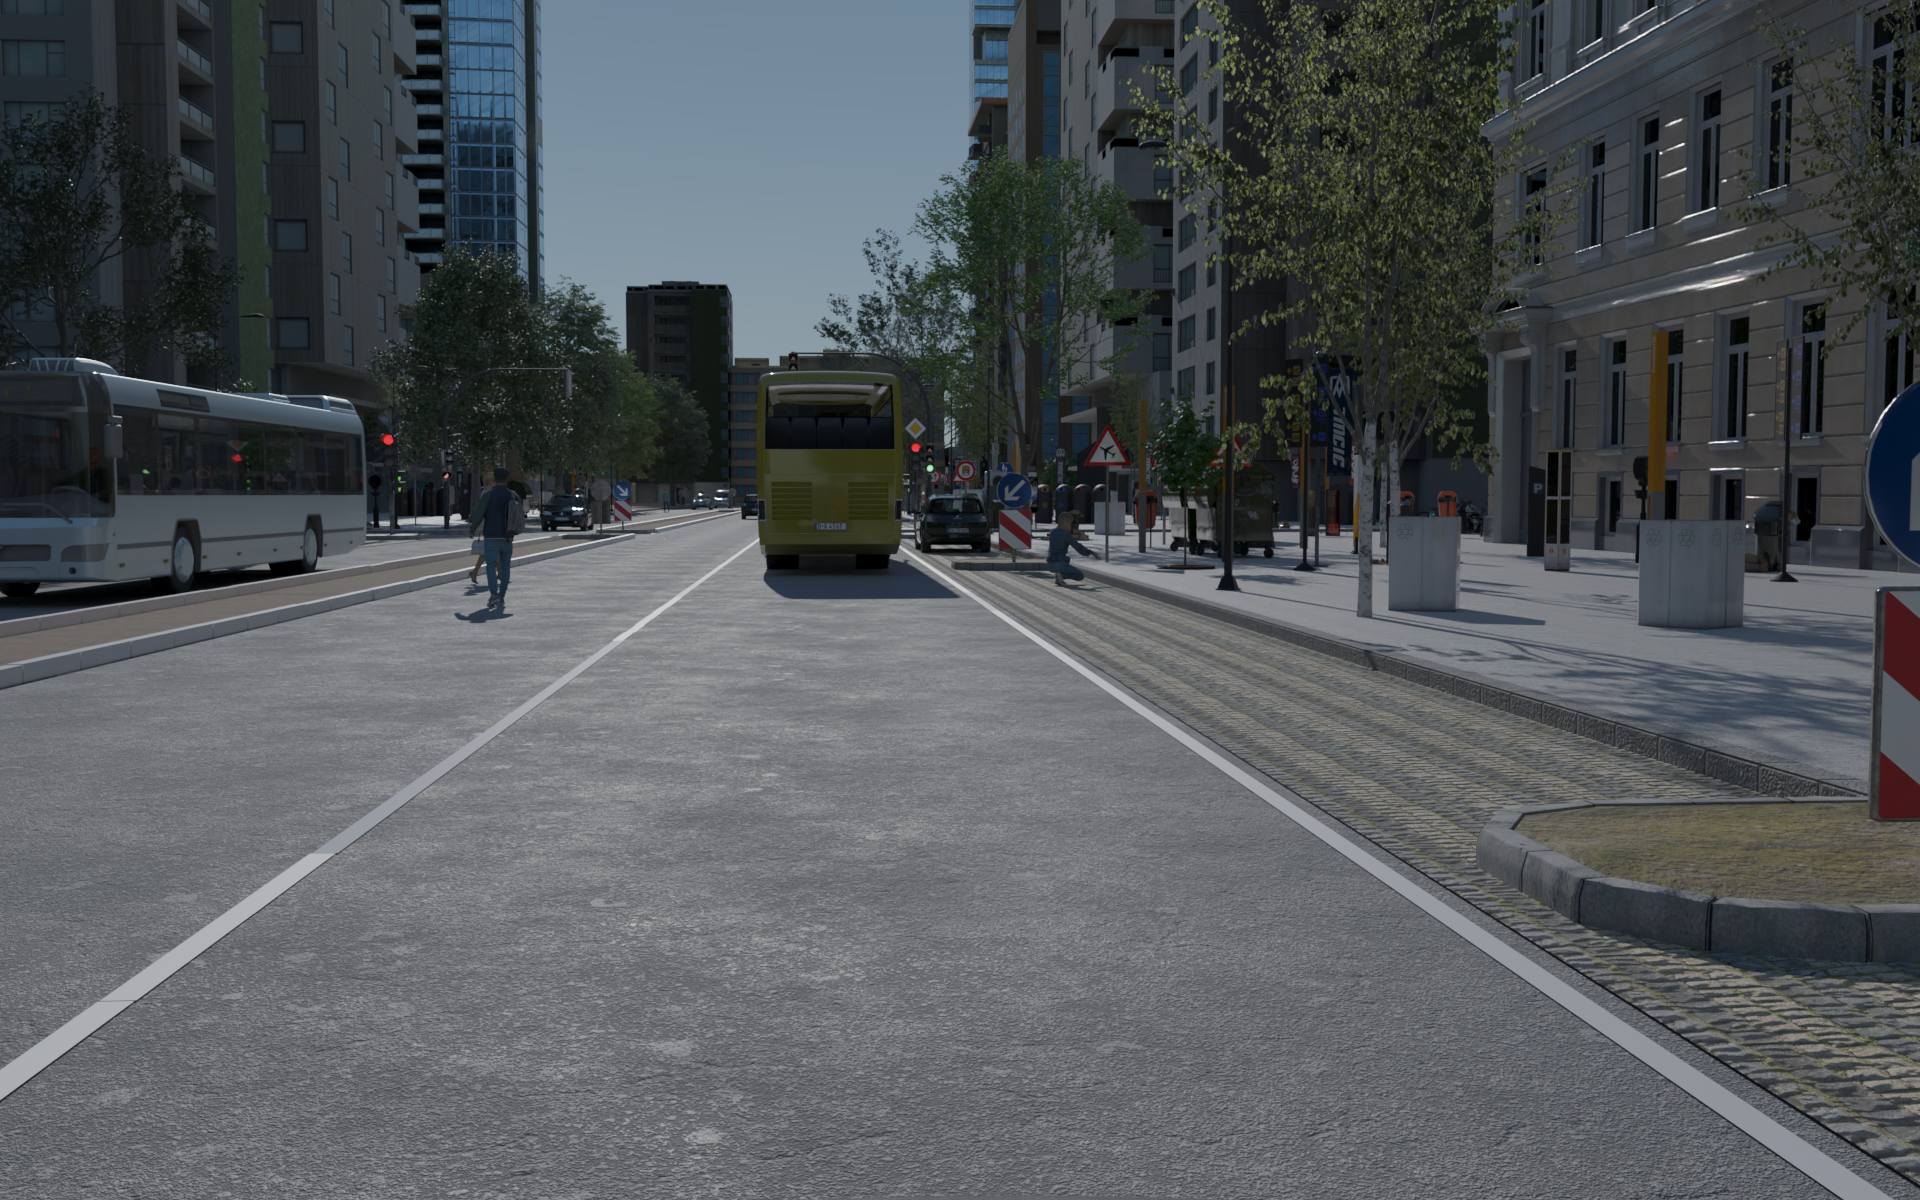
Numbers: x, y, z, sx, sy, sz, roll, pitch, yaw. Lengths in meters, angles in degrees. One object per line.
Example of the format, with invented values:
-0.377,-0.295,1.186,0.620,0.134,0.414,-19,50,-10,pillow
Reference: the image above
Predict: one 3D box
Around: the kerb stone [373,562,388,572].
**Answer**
-10.730,-0.575,31.794,0.120,0.150,1.000,0,4,-5,kerb stone

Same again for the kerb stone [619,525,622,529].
-13.723,-2.871,69.129,0.120,0.150,1.000,0,4,-5,kerb stone

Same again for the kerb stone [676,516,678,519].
-15.841,-4.490,95.670,0.120,0.150,1.000,0,4,-5,kerb stone

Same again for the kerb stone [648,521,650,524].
-14.613,-3.557,80.358,0.120,0.150,1.000,0,4,-5,kerb stone

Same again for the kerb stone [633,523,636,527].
-14.128,-3.183,74.235,0.120,0.150,1.000,0,4,-5,kerb stone

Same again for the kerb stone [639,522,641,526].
-14.289,-3.308,76.275,0.120,0.150,1.000,0,4,-5,kerb stone

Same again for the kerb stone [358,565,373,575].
-10.660,-0.523,30.774,0.120,0.150,1.000,0,4,-5,kerb stone

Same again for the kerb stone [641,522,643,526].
-14.360,-3.370,77.295,0.120,0.150,1.000,0,4,-5,kerb stone

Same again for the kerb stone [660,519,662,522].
-15.095,-3.932,86.484,0.120,0.150,1.000,0,4,-5,kerb stone

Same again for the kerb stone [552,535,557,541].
-12.368,-1.830,52.217,0.120,0.150,1.000,0,4,-5,kerb stone

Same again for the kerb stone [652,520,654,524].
-14.778,-3.680,82.404,0.120,0.150,1.000,0,4,-5,kerb stone

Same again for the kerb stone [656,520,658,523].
-14.939,-3.807,84.442,0.120,0.150,1.000,0,4,-5,kerb stone

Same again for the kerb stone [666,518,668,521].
-15.347,-4.119,89.540,0.120,0.150,1.000,0,4,-5,kerb stone

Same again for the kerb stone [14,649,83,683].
-7.171,0.527,13.576,0.120,0.150,1.000,0,4,-5,kerb stone

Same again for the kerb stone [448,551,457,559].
-11.225,-0.962,37.920,0.120,0.150,1.000,0,4,-5,kerb stone

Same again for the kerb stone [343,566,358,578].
-10.574,-0.462,29.750,0.120,0.150,1.000,0,4,-5,kerb stone

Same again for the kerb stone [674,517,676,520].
-15.758,-4.432,94.651,0.120,0.150,1.000,0,4,-5,kerb stone

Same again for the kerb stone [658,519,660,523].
-15.018,-3.870,85.464,0.120,0.150,1.000,0,4,-5,kerb stone

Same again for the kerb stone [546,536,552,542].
-12.282,-1.769,51.193,0.120,0.150,1.000,0,4,-5,kerb stone

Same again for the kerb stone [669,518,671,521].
-15.514,-4.240,91.586,0.120,0.150,1.000,0,4,-5,kerb stone

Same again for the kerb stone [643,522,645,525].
-14.450,-3.430,78.313,0.120,0.150,1.000,0,4,-5,kerb stone

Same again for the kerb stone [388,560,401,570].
-10.818,-0.650,32.816,0.120,0.150,1.000,0,4,-5,kerb stone

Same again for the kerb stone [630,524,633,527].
-14.045,-3.121,73.216,0.120,0.150,1.000,0,4,-5,kerb stone

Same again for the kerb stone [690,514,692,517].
-16.654,-5.117,105.897,0.120,0.150,1.000,0,4,-5,kerb stone

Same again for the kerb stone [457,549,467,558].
-11.303,-1.022,38.939,0.120,0.150,1.000,0,4,-5,kerb stone

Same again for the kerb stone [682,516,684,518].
-16.154,-4.743,99.770,0.120,0.150,1.000,0,4,-5,kerb stone

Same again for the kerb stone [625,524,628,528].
-13.878,-2.996,71.174,0.120,0.150,1.000,0,4,-5,kerb stone

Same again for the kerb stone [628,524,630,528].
-13.966,-3.058,72.195,0.120,0.150,1.000,0,4,-5,kerb stone

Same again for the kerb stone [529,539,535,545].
-12.036,-1.586,48.131,0.120,0.150,1.000,0,4,-5,kerb stone

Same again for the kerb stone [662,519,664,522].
-15.186,-3.994,87.502,0.120,0.150,1.000,0,4,-5,kerb stone

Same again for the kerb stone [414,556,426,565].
-10.972,-0.772,34.857,0.120,0.150,1.000,0,4,-5,kerb stone

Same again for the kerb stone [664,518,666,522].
-15.262,-4.057,88.522,0.120,0.150,1.000,0,4,-5,kerb stone

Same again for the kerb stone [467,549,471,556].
-11.387,-1.086,39.958,0.120,0.150,1.000,0,4,-5,kerb stone

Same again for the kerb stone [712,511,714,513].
-18.361,-6.428,127.330,0.120,0.150,1.000,0,4,-5,kerb stone

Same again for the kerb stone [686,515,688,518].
-16.411,-4.932,102.831,0.120,0.150,1.000,0,4,-5,kerb stone

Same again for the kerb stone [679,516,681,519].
-16.001,-4.619,97.717,0.120,0.150,1.000,0,4,-5,kerb stone

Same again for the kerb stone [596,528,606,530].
-13.314,-2.558,64.029,0.120,0.150,1.000,0,4,-5,kerb stone

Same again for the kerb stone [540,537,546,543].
-12.198,-1.708,50.175,0.120,0.150,1.000,0,4,-5,kerb stone

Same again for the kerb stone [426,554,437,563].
-11.062,-0.837,35.875,0.120,0.150,1.000,0,4,-5,kerb stone

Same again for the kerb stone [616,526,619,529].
-13.638,-2.803,68.109,0.120,0.150,1.000,0,4,-5,kerb stone

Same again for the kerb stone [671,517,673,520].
-15.594,-4.307,92.613,0.120,0.150,1.000,0,4,-5,kerb stone

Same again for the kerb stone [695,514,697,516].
-16.981,-5.369,109.978,0.120,0.150,1.000,0,4,-5,kerb stone

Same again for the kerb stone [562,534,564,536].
-12.529,-1.962,54.273,0.120,0.150,1.000,0,4,-5,kerb stone

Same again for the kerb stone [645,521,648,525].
-14.534,-3.494,79.333,0.120,0.150,1.000,0,4,-5,kerb stone

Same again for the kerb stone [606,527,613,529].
-13.468,-2.683,66.069,0.120,0.150,1.000,0,4,-5,kerb stone

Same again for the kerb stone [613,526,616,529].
-13.556,-2.746,67.087,0.120,0.150,1.000,0,4,-5,kerb stone

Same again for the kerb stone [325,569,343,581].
-10.487,-0.400,28.732,0.120,0.150,1.000,0,4,-5,kerb stone

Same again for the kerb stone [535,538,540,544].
-12.123,-1.647,49.156,0.120,0.150,1.000,0,4,-5,kerb stone

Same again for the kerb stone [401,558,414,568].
-10.894,-0.712,33.838,0.120,0.150,1.000,0,4,-5,kerb stone

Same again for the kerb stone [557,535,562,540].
-12.443,-1.892,53.236,0.120,0.150,1.000,0,4,-5,kerb stone

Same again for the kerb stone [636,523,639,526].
-14.193,-3.245,75.257,0.120,0.150,1.000,0,4,-5,kerb stone

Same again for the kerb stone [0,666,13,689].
-7.087,0.597,12.549,0.120,0.150,1.000,0,4,-5,kerb stone

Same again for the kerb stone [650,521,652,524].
-14.695,-3.620,81.385,0.120,0.150,1.000,0,4,-5,kerb stone

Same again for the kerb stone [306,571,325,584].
-10.403,-0.337,27.712,0.120,0.150,1.000,0,4,-5,kerb stone

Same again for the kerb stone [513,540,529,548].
-11.951,-1.524,47.112,0.120,0.150,1.000,0,4,-5,kerb stone

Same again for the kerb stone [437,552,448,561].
-11.140,-0.899,36.899,0.120,0.150,1.000,0,4,-5,kerb stone

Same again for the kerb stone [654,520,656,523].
-14.852,-3.743,83.424,0.120,0.150,1.000,0,4,-5,kerb stone

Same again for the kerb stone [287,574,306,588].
-10.325,-0.275,26.693,0.120,0.150,1.000,0,4,-5,kerb stone
